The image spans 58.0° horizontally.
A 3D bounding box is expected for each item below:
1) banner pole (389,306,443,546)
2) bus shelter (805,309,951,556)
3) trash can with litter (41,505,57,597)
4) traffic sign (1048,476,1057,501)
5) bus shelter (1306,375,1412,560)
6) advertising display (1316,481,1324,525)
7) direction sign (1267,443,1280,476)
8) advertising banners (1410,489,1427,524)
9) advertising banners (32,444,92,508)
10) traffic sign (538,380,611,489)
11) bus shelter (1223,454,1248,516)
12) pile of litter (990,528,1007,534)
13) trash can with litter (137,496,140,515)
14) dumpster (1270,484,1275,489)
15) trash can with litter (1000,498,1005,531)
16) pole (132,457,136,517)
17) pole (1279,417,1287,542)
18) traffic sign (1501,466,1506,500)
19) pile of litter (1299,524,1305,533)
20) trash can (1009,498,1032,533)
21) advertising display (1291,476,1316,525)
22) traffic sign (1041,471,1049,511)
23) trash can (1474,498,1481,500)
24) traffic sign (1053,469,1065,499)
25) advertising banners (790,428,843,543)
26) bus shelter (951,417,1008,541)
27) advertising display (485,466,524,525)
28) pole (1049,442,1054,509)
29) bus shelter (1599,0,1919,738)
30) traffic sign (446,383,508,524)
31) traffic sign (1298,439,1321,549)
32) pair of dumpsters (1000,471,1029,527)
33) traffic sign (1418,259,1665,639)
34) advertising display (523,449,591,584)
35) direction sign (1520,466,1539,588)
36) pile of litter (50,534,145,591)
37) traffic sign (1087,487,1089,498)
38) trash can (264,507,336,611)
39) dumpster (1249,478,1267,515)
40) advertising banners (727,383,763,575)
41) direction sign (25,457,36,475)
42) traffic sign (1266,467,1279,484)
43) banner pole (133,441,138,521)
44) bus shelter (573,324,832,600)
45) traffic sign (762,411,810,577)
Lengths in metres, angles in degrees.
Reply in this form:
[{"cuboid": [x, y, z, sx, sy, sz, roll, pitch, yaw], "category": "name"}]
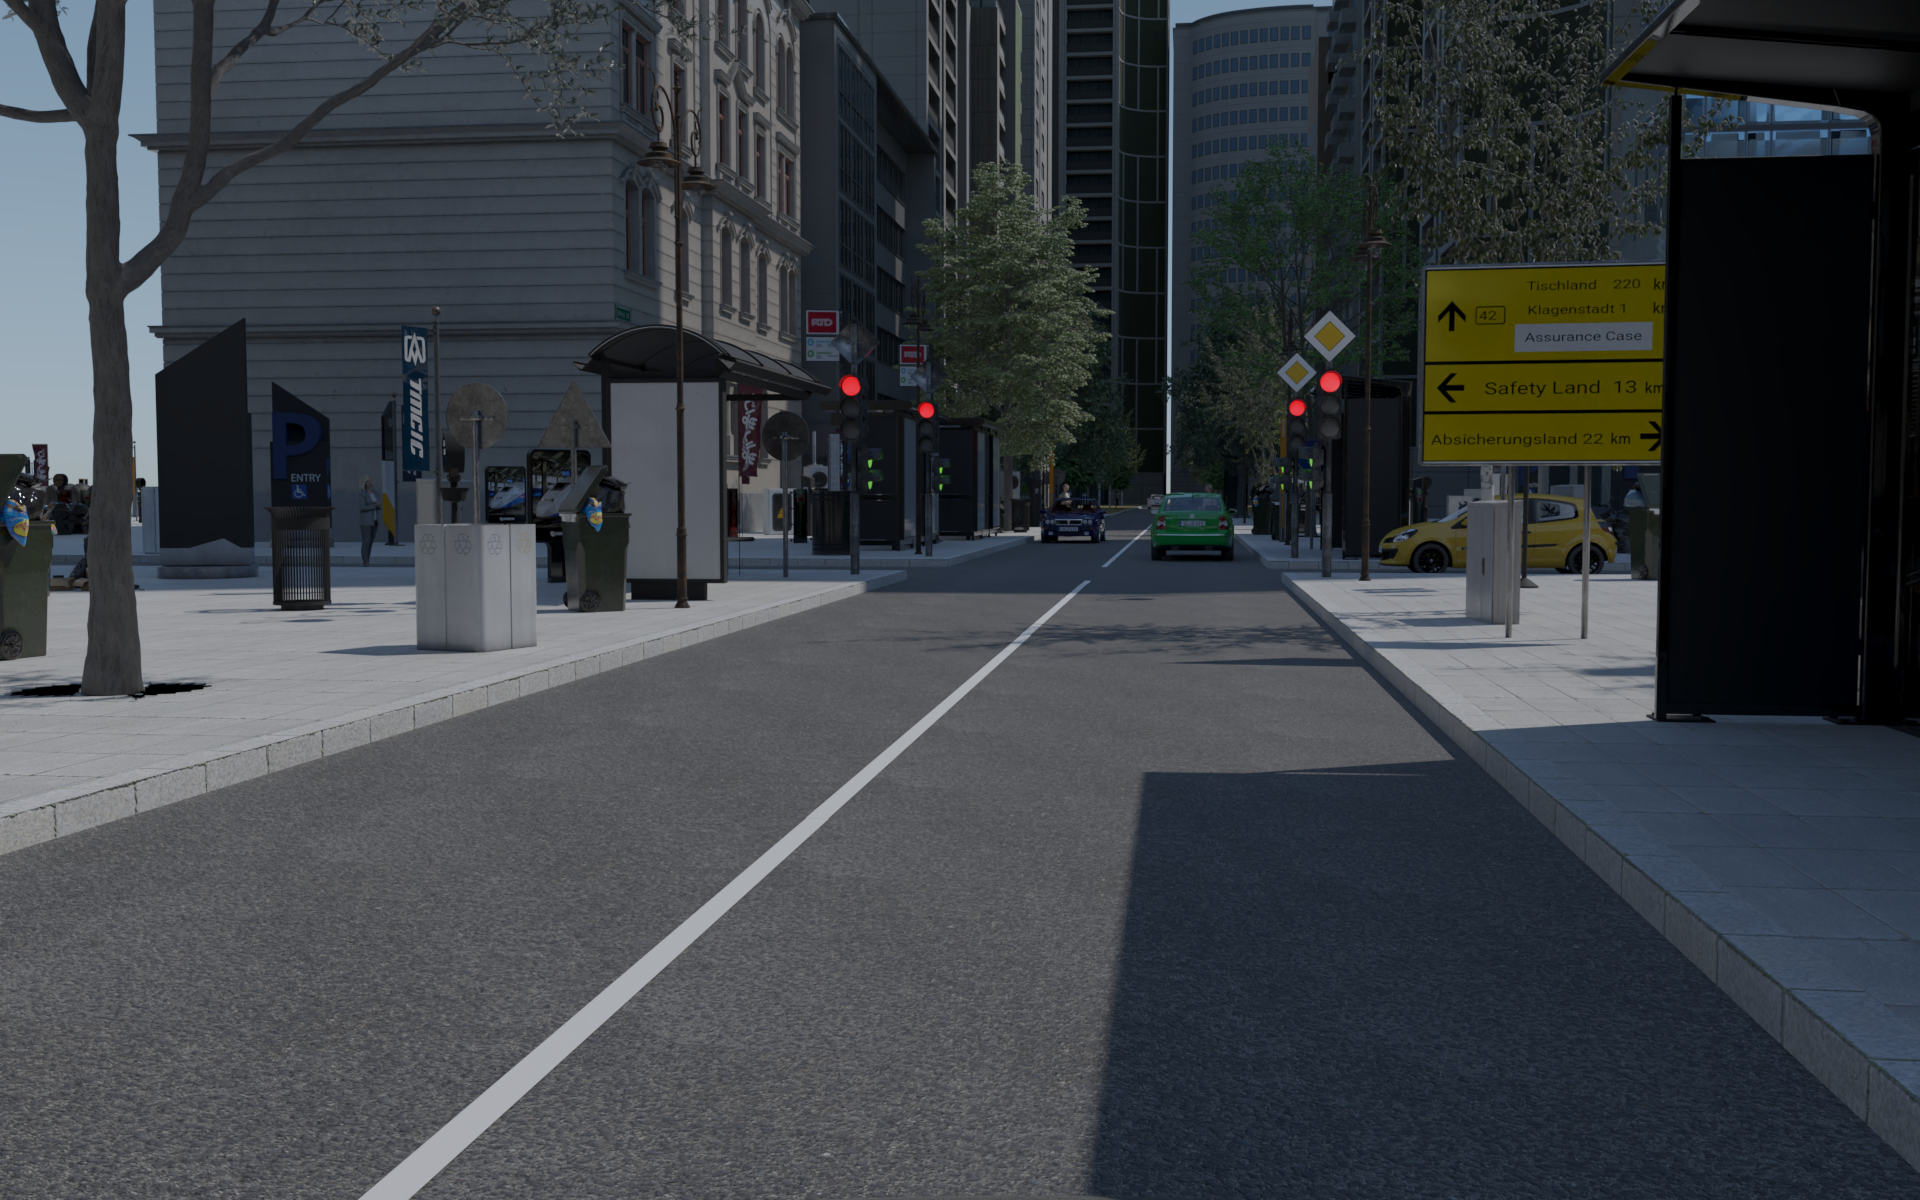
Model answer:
[{"cuboid": [-7.091, -2.017, 22.988, 0.401, 3.779, 0.863, 2, 4, 27], "category": "banner pole"}, {"cuboid": [-1.937, -3.827, 40.209, 2.179, 5.291, 8.768, 0, 4, 7], "category": "bus shelter"}, {"cuboid": [-11.664, -0.600, 21.193, 1.055, 1.170, 0.624, -3, 4, -36], "category": "trash can with litter"}, {"cuboid": [5.216, -5.817, 95.207, 0.768, 2.556, 0.104, 1, 4, 17], "category": "traffic sign"}, {"cuboid": [8.387, -2.780, 36.742, 1.731, 3.624, 6.357, 0, 4, 8], "category": "bus shelter"}, {"cuboid": [15.166, -4.099, 72.232, 0.123, 1.923, 0.974, -3, 5, -40], "category": "advertising display"}, {"cuboid": [14.030, -5.180, 76.693, 0.876, 3.537, 0.379, 1, 4, 16], "category": "direction sign"}, {"cuboid": [10.477, -2.731, 40.836, 0.090, 3.025, 2.074, 3, 5, 43], "category": "advertising banners"}, {"cuboid": [-31.168, -3.922, 60.306, 2.074, 3.025, 0.090, -1, 4, -9], "category": "advertising banners"}, {"cuboid": [-4.420, -1.213, 19.840, 0.884, 2.594, 0.081, 1, 4, 11], "category": "traffic sign"}, {"cuboid": [16.310, -6.851, 103.289, 1.731, 3.624, 6.357, 0, 4, 8], "category": "bus shelter"}, {"cuboid": [0.629, -2.603, 56.522, 1.719, 0.858, 1.176, 1, 4, 14], "category": "pile of litter"}, {"cuboid": [-52.801, -6.102, 111.157, 0.624, 1.170, 1.055, 1, 4, 13], "category": "trash can with litter"}, {"cuboid": [13.568, -4.080, 72.463, 1.264, 1.857, 1.865, 0, 4, 7], "category": "dumpster"}, {"cuboid": [0.978, -2.833, 57.699, 1.055, 1.170, 0.624, 1, 4, 9], "category": "trash can with litter"}, {"cuboid": [-45.319, -6.187, 94.996, 0.158, 3.312, 0.155, 0, 3, 0], "category": "pole"}, {"cuboid": [8.591, -3.191, 46.024, 0.158, 3.312, 0.155, 0, 3, 0], "category": "pole"}, {"cuboid": [6.994, -1.235, 22.317, 0.606, 2.300, 0.079, 1, 4, 12], "category": "traffic sign"}, {"cuboid": [10.840, -2.611, 56.659, 1.719, 0.858, 1.176, 0, 4, 0], "category": "pile of litter"}, {"cuboid": [2.013, -2.817, 57.705, 0.748, 1.137, 0.748, 0, 3, 0], "category": "trash can"}, {"cuboid": [12.523, -3.573, 63.627, 0.974, 1.923, 0.123, -1, 4, -23], "category": "advertising display"}, {"cuboid": [4.854, -5.857, 95.761, 0.884, 2.594, 0.081, 1, 4, 9], "category": "traffic sign"}, {"cuboid": [18.532, -3.030, 61.197, 0.748, 1.137, 0.748, 0, 3, 0], "category": "trash can"}, {"cuboid": [5.012, -5.423, 88.770, 0.768, 2.556, 0.104, 1, 4, 12], "category": "traffic sign"}, {"cuboid": [-3.660, -3.028, 45.688, 0.090, 3.025, 2.074, 3, 5, 45], "category": "advertising banners"}, {"cuboid": [-0.201, -4.358, 48.882, 2.179, 5.291, 8.768, 0, 4, 8], "category": "bus shelter"}, {"cuboid": [-10.446, -2.118, 39.851, 0.974, 1.923, 0.123, -3, 5, -41], "category": "advertising display"}, {"cuboid": [3.569, -4.519, 67.727, 0.158, 3.312, 0.155, 0, 3, 0], "category": "pole"}, {"cuboid": [4.049, -0.941, 6.670, 1.731, 3.624, 6.357, 0, 4, 7], "category": "bus shelter"}, {"cuboid": [-5.536, -1.206, 19.832, 0.768, 2.556, 0.104, 1, 4, 11], "category": "traffic sign"}, {"cuboid": [8.190, -2.456, 40.269, 0.768, 2.556, 0.104, 1, 4, 12], "category": "traffic sign"}, {"cuboid": [1.876, -4.128, 69.987, 1.574, 2.255, 4.437, 0, 4, 8], "category": "pair of dumpsters"}, {"cuboid": [5.217, -1.311, 15.304, 2.265, 3.308, 0.079, 1, 4, 11], "category": "traffic sign"}, {"cuboid": [-5.783, -1.212, 25.024, 0.974, 1.923, 0.123, -3, 5, -41], "category": "advertising display"}, {"cuboid": [7.734, -1.935, 23.642, 0.379, 3.537, 0.876, 0, 4, -2], "category": "direction sign"}, {"cuboid": [-11.700, -0.566, 23.213, 1.719, 0.858, 1.176, 3, 5, 42], "category": "pile of litter"}, {"cuboid": [7.018, -5.802, 94.972, 0.768, 2.556, 0.104, 1, 4, 14], "category": "traffic sign"}, {"cuboid": [-7.306, -0.462, 19.208, 0.748, 1.137, 0.748, 0, 3, 0], "category": "trash can"}, {"cuboid": [18.105, -6.185, 103.624, 1.502, 2.255, 1.985, 0, 4, 7], "category": "dumpster"}, {"cuboid": [-3.922, -1.922, 27.615, 2.074, 3.025, 0.090, 2, 4, 33], "category": "advertising banners"}, {"cuboid": [-61.820, -7.551, 115.455, 0.379, 3.537, 0.876, 3, 5, 42], "category": "direction sign"}, {"cuboid": [14.115, -4.757, 77.883, 0.768, 2.556, 0.104, 1, 4, 17], "category": "traffic sign"}, {"cuboid": [-39.018, -5.593, 81.457, 0.863, 3.779, 0.401, -3, 5, -40], "category": "banner pole"}, {"cuboid": [-3.272, -1.803, 23.409, 2.014, 3.302, 5.546, 0, 4, 7], "category": "bus shelter"}, {"cuboid": [-2.686, -1.622, 26.620, 0.768, 2.556, 0.104, 1, 4, 12], "category": "traffic sign"}]
